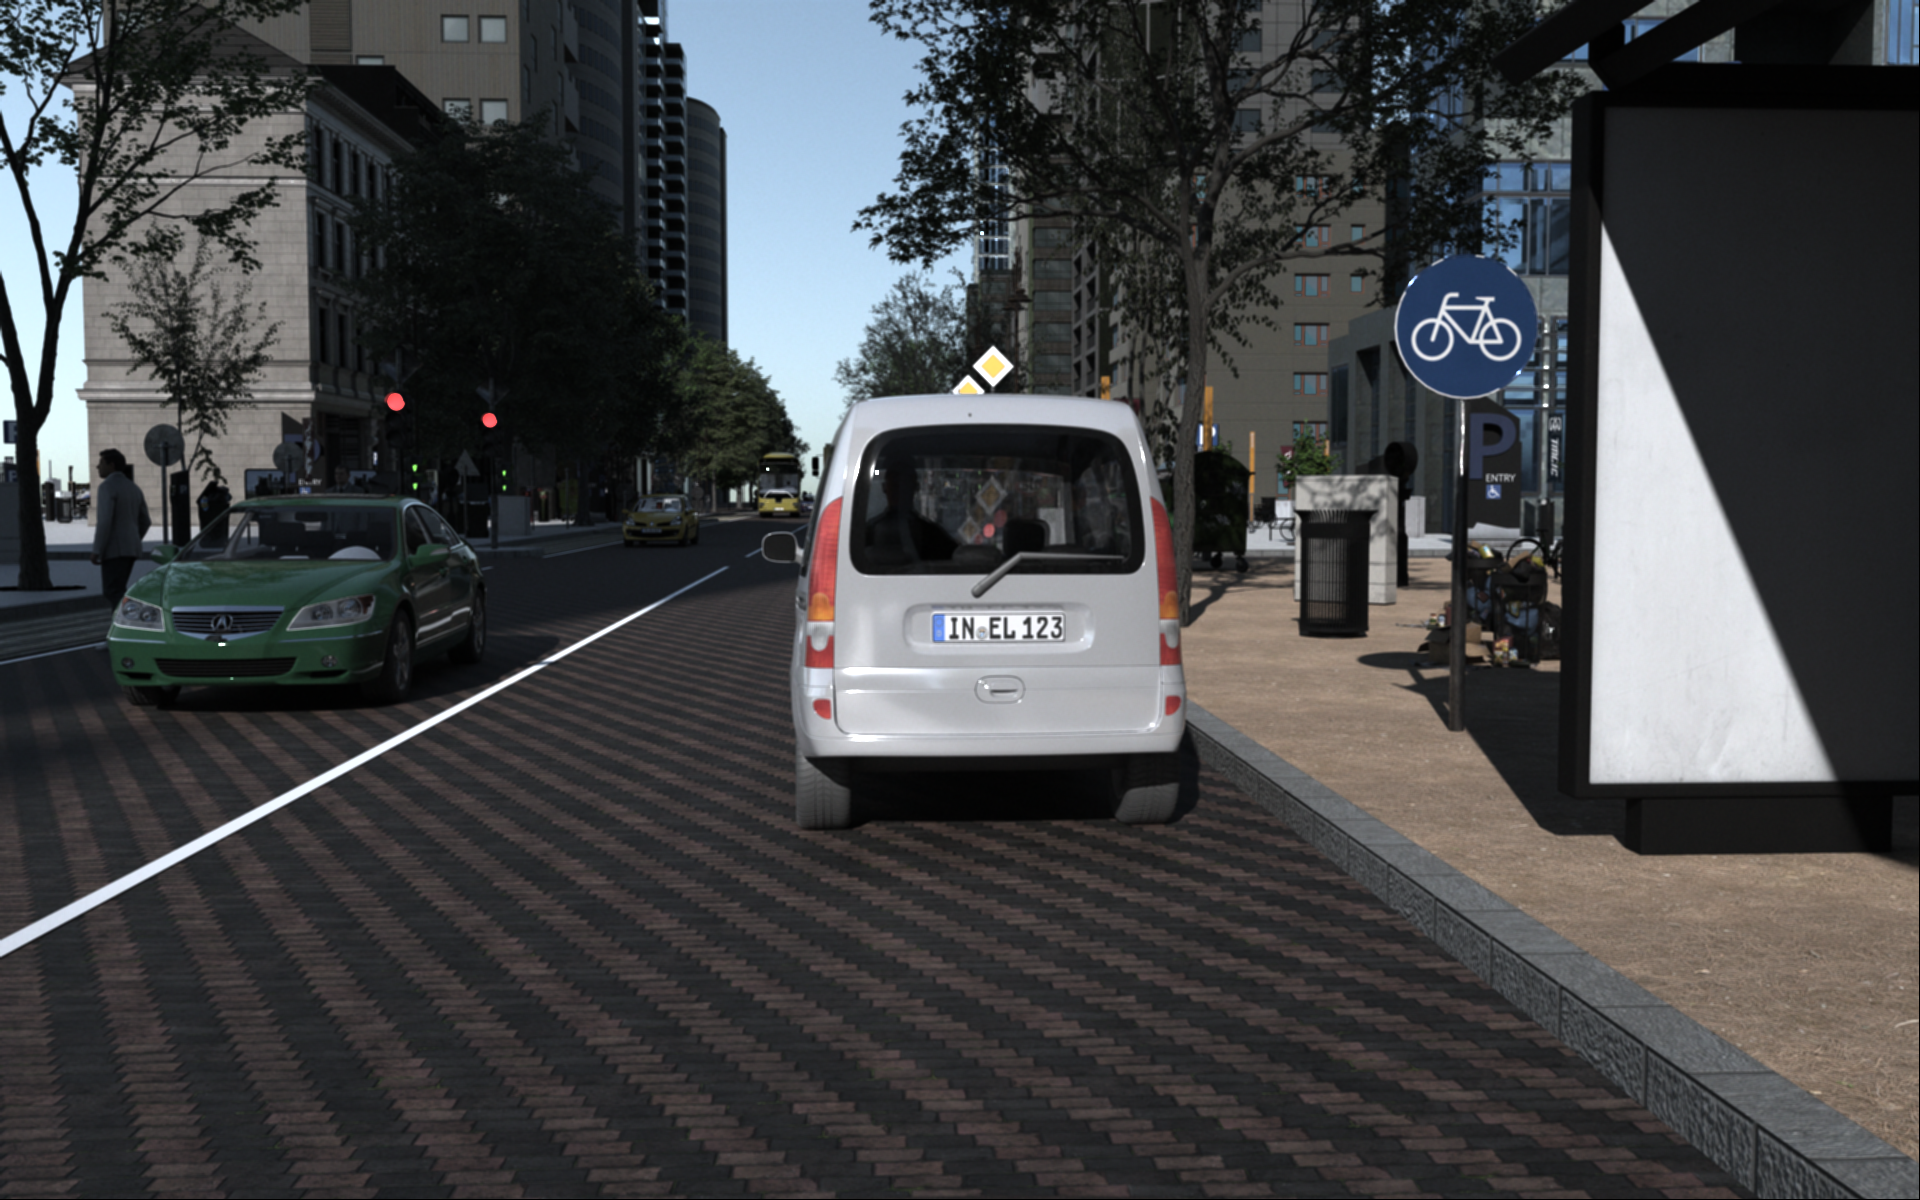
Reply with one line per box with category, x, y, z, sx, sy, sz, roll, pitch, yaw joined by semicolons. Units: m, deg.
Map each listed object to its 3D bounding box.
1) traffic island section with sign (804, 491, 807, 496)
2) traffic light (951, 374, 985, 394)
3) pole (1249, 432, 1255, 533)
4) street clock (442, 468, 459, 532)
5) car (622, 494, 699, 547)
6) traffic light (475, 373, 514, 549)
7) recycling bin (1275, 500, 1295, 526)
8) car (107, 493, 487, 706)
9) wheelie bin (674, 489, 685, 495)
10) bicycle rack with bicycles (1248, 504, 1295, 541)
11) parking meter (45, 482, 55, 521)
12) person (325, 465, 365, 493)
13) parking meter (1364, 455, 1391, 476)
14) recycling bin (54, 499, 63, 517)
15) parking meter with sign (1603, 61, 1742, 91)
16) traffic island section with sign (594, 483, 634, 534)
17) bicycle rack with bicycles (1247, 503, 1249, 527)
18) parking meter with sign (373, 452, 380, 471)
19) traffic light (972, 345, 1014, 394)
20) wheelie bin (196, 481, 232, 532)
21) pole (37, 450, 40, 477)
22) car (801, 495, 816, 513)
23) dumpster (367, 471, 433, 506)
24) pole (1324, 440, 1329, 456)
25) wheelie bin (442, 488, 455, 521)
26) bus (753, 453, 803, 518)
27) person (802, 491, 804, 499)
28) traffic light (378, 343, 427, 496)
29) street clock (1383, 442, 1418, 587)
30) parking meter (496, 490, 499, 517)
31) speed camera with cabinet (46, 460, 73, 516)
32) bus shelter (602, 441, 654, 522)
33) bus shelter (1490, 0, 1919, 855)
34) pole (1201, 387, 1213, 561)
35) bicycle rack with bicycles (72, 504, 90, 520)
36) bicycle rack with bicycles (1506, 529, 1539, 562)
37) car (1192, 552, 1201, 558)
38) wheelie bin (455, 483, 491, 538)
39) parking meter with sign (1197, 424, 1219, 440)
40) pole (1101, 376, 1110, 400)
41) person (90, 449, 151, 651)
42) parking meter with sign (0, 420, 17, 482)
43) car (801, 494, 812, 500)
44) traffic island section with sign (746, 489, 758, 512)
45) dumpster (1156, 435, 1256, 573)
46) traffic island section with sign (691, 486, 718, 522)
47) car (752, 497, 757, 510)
traffic island section with sign;-22.261;-14.735;249.541;1.989;1.847;2.006;0;4;-3
traffic light;0.172;-3.174;40.823;0.839;4.253;0.868;0;4;-3
pole;9.554;-3.845;56.707;0.158;3.312;0.155;0;3;0
street clock;-14.152;-2.666;48.163;0.358;2.002;0.471;2;4;24
car;-8.309;-2.325;48.242;2.015;1.641;3.980;0;4;-2
traffic light;-10.822;-3.137;40.211;0.839;4.253;0.868;0;4;-3
recycling bin;13.152;-3.490;69.614;0.722;1.027;0.722;-3;5;-44
car;-4.869;-0.092;13.306;2.131;1.459;4.920;0;4;-5
wheelie bin;-16.193;-5.612;99.667;0.693;1.594;0.980;-2;4;-28
bicycle rack with bicycles;9.857;-2.062;47.101;2.925;0.926;2.852;-1;4;-16
parking meter;-43.175;-4.676;82.167;0.255;1.863;0.399;0;4;8
person;-8.016;-0.843;22.383;0.694;1.812;0.767;0;4;5
parking meter;6.295;-1.235;25.903;0.255;1.863;0.399;-1;4;-19
recycling bin;-50.944;-5.192;97.439;0.722;1.027;0.722;3;5;45
parking meter with sign;3.386;-0.712;7.902;0.543;3.016;1.738;2;4;33
traffic island section with sign;-12.081;-3.294;62.486;1.989;1.847;2.006;0;4;-3
bicycle rack with bicycles;10.591;-3.151;64.894;2.925;0.926;2.852;-1;4;-22
parking meter with sign;-23.371;-4.628;71.925;1.738;3.016;0.543;-2;4;-35
traffic light;0.606;-2.687;32.850;0.839;4.253;0.868;0;4;-3
wheelie bin;-17.776;-2.044;41.327;0.693;1.594;0.980;-1;4;-10
pole;-42.449;-5.255;79.757;0.158;3.312;0.155;0;3;0
car;-11.236;-7.267;131.398;1.945;1.354;3.894;0;4;-5
dumpster;-14.353;-2.363;44.397;1.264;1.857;1.865;0;4;-3
pole;13.911;-4.401;65.805;0.158;3.312;0.155;0;3;0
wheelie bin;-16.205;-2.918;55.625;0.693;1.594;0.980;1;4;21
bus;-11.096;-7.061;106.992;2.896;3.916;12.252;0;4;-5
person;-21.257;-13.880;235.417;0.705;1.826;1.348;1;4;10
traffic light;-10.388;-2.649;32.238;0.839;4.253;0.868;0;4;-3
street clock;6.090;-1.188;23.986;0.358;2.002;0.471;-2;4;-24
parking meter;-25.859;-5.411;96.887;0.372;1.533;0.369;0;3;0
speed camera with cabinet;-52.422;-6.512;100.812;2.038;3.252;0.660;3;4;38
bus shelter;-16.287;-6.477;83.535;2.179;5.291;8.768;0;4;-3
bus shelter;3.085;-0.594;3.639;2.014;3.302;5.546;0;4;-3
pole;4.707;-2.393;32.977;0.158;3.312;0.155;0;3;0
bicycle rack with bicycles;-43.246;-4.511;87.140;2.925;0.926;2.852;-1;4;-13
bicycle rack with bicycles;9.505;-0.728;25.280;2.925;0.926;2.852;1;4;17
car;3.321;-1.713;36.811;4.718;1.807;1.959;0;4;-3
wheelie bin;-14.130;-2.607;50.537;0.980;1.594;0.693;-1;4;-19
parking meter with sign;5.814;-2.825;42.443;0.543;3.016;1.738;2;4;25
pole;2.516;-2.216;30.076;0.158;3.312;0.155;0;3;0
person;-7.557;-0.451;15.721;0.795;1.843;0.661;1;4;9
parking meter with sign;-22.852;-2.785;41.794;0.543;3.016;1.738;-3;4;-36
car;-22.308;-14.965;254.894;2.015;1.641;3.980;0;4;-4
traffic island section with sign;-16.311;-8.050;140.245;1.989;1.847;2.006;0;4;-3
dumpster;4.041;-1.623;29.027;1.502;2.255;1.985;0;4;-3
traffic island section with sign;-13.560;-4.961;89.734;1.989;1.847;2.006;0;4;-3
car;-16.308;-8.308;144.624;1.959;1.807;4.718;0;4;-2
